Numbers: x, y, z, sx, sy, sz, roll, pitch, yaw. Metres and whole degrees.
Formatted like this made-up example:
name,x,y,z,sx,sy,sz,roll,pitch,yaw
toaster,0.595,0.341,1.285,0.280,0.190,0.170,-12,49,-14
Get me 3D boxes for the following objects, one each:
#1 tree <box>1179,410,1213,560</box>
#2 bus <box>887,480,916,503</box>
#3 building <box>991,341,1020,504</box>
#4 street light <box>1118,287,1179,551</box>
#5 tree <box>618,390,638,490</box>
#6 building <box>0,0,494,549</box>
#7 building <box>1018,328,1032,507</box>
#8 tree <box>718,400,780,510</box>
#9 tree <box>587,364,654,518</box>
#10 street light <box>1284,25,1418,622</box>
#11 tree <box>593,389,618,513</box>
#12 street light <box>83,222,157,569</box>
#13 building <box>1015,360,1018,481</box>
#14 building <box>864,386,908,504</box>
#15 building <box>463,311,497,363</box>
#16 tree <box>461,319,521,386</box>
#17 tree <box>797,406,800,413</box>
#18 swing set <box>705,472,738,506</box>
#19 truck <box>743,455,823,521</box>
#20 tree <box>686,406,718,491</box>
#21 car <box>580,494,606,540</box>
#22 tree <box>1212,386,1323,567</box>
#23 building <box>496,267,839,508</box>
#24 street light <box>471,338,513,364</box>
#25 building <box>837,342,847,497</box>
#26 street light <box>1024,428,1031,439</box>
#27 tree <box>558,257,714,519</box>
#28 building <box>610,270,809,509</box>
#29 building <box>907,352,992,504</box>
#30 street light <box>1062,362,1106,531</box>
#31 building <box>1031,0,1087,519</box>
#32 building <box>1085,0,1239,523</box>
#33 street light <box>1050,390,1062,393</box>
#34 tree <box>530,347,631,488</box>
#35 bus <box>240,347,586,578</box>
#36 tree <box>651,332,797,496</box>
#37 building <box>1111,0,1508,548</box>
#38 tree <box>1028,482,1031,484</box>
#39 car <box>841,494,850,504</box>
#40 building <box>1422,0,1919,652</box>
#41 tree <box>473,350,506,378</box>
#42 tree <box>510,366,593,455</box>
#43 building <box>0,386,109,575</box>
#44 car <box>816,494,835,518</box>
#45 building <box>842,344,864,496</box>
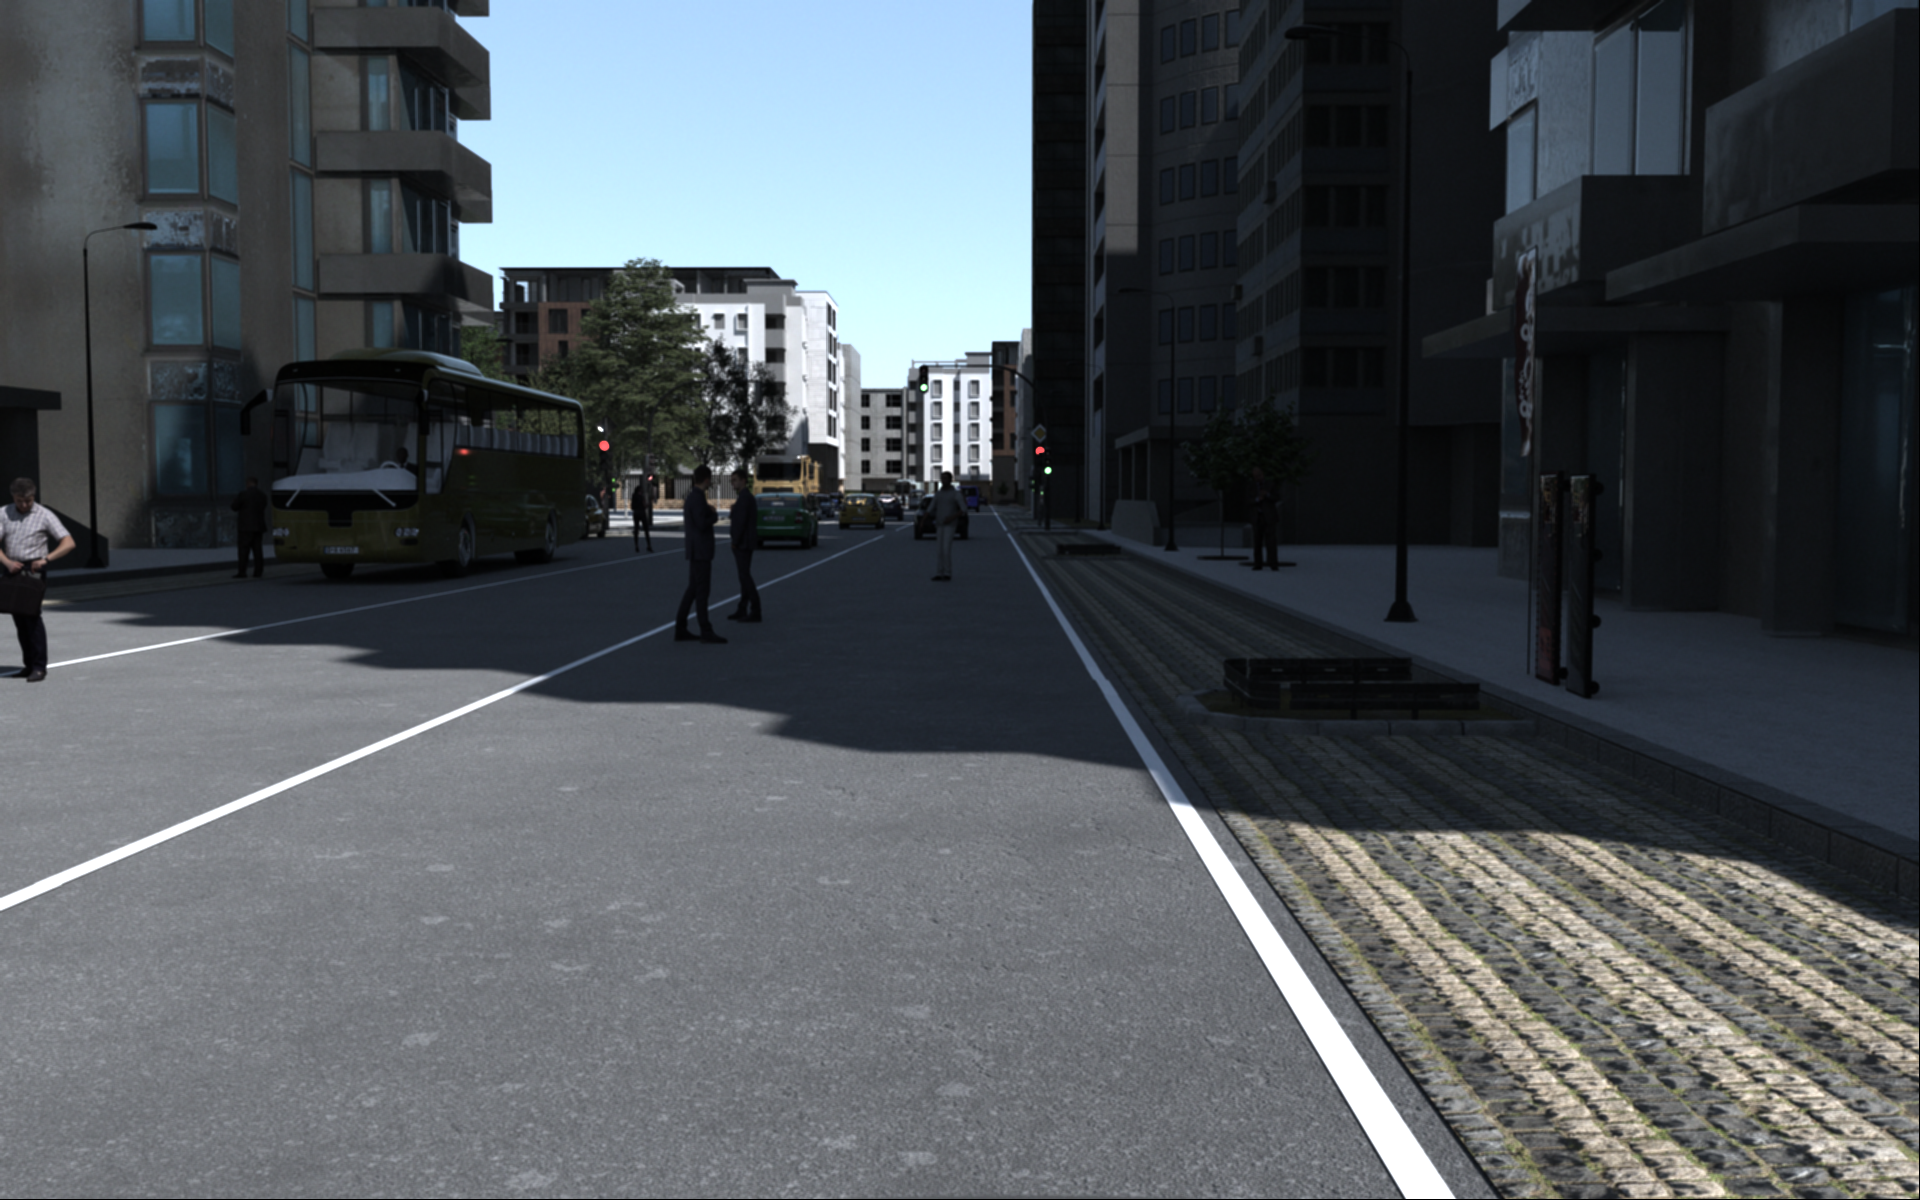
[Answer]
name,x,y,z,sx,sy,sz,roll,pitch,yaw
tree,5.056,-2.415,34.084,1.663,3.219,1.824,0,3,0
bus,-7.041,-13.359,213.282,2.948,3.499,13.247,0,4,2
building,20.727,-24.326,241.712,32.646,21.610,27.936,0,4,1
street light,4.239,-4.065,38.999,1.470,5.913,1.316,0,4,1
tree,-23.369,-10.152,116.341,4.737,8.622,4.395,0,3,0
building,-30.057,-26.276,49.224,30.456,49.044,23.786,0,4,1
building,15.154,-19.962,192.842,16.747,18.905,31.486,0,4,1
tree,-15.029,-10.895,128.491,4.360,8.622,3.978,0,3,0
tree,-17.894,-8.688,92.408,4.360,8.622,3.978,0,3,0
street light,3.912,-2.739,17.328,1.470,5.913,1.316,0,4,1
tree,-24.234,-9.569,106.813,4.737,8.622,4.395,0,3,0
street light,-14.416,-3.499,29.751,1.470,5.913,1.316,0,4,1
building,14.886,-21.894,214.393,16.016,20.091,11.380,0,4,1
building,-22.790,-22.647,236.729,31.486,18.905,16.747,0,4,1
building,-60.583,-22.231,207.456,32.646,21.610,27.936,0,4,1
tree,-26.932,-10.076,90.503,9.928,11.665,9.643,0,3,0
tree,-14.424,-10.916,112.891,8.767,10.594,7.601,0,4,4
swing set,-16.516,-7.574,121.457,3.119,2.851,2.862,-1,4,-10
truck,-8.732,-5.629,87.954,3.469,3.379,9.791,0,4,2
tree,-19.524,-11.656,140.935,4.360,8.622,3.978,0,3,0
car,-12.450,-2.745,55.099,2.015,1.641,3.980,0,4,0
tree,5.650,-2.224,30.961,1.663,3.219,1.824,0,3,0
building,-27.373,-20.089,172.429,27.936,21.610,32.646,0,4,1
street light,-14.009,-4.845,51.764,1.470,5.913,1.316,0,4,1
building,-20.886,-20.669,194.363,16.016,20.091,11.380,0,4,1
street light,5.376,-9.089,121.147,1.470,5.913,1.316,0,4,1
tree,-15.537,-10.117,83.535,7.486,12.596,7.792,0,3,0
building,-21.137,-17.982,150.418,16.016,20.091,11.380,0,4,1
building,-1.359,-23.242,236.428,11.380,20.091,16.016,0,4,1
street light,4.457,-5.406,60.932,1.470,5.913,1.316,0,4,1
building,11.088,-20.052,99.551,14.160,30.474,14.107,0,4,1
building,20.421,-32.832,78.799,28.212,58.520,21.231,0,4,1
street light,4.733,-6.425,77.588,1.470,5.913,1.316,0,4,1
tree,-30.588,-13.341,135.134,9.611,12.733,9.660,0,3,0
bus,-9.647,-2.523,32.796,2.896,3.916,12.252,0,4,0
tree,-14.594,-10.112,99.745,7.601,10.594,8.767,1,4,13
building,20.935,-21.777,47.935,32.217,40.220,23.993,0,4,1
tree,6.211,-8.556,134.493,1.663,3.219,1.824,0,3,0
car,-8.376,-7.726,136.540,2.015,1.641,3.980,0,4,0
building,17.718,-24.033,12.547,23.786,49.044,30.456,0,4,1
tree,-35.522,-12.547,123.266,7.486,12.596,7.792,0,3,0
tree,-23.998,-9.139,99.782,4.737,8.622,4.395,0,3,0
building,-31.389,-20.250,22.975,32.217,40.220,23.993,0,4,1
car,-8.645,-5.742,105.886,2.014,1.417,4.499,0,4,1
building,-28.405,-21.149,212.239,31.486,18.905,16.747,0,4,1
